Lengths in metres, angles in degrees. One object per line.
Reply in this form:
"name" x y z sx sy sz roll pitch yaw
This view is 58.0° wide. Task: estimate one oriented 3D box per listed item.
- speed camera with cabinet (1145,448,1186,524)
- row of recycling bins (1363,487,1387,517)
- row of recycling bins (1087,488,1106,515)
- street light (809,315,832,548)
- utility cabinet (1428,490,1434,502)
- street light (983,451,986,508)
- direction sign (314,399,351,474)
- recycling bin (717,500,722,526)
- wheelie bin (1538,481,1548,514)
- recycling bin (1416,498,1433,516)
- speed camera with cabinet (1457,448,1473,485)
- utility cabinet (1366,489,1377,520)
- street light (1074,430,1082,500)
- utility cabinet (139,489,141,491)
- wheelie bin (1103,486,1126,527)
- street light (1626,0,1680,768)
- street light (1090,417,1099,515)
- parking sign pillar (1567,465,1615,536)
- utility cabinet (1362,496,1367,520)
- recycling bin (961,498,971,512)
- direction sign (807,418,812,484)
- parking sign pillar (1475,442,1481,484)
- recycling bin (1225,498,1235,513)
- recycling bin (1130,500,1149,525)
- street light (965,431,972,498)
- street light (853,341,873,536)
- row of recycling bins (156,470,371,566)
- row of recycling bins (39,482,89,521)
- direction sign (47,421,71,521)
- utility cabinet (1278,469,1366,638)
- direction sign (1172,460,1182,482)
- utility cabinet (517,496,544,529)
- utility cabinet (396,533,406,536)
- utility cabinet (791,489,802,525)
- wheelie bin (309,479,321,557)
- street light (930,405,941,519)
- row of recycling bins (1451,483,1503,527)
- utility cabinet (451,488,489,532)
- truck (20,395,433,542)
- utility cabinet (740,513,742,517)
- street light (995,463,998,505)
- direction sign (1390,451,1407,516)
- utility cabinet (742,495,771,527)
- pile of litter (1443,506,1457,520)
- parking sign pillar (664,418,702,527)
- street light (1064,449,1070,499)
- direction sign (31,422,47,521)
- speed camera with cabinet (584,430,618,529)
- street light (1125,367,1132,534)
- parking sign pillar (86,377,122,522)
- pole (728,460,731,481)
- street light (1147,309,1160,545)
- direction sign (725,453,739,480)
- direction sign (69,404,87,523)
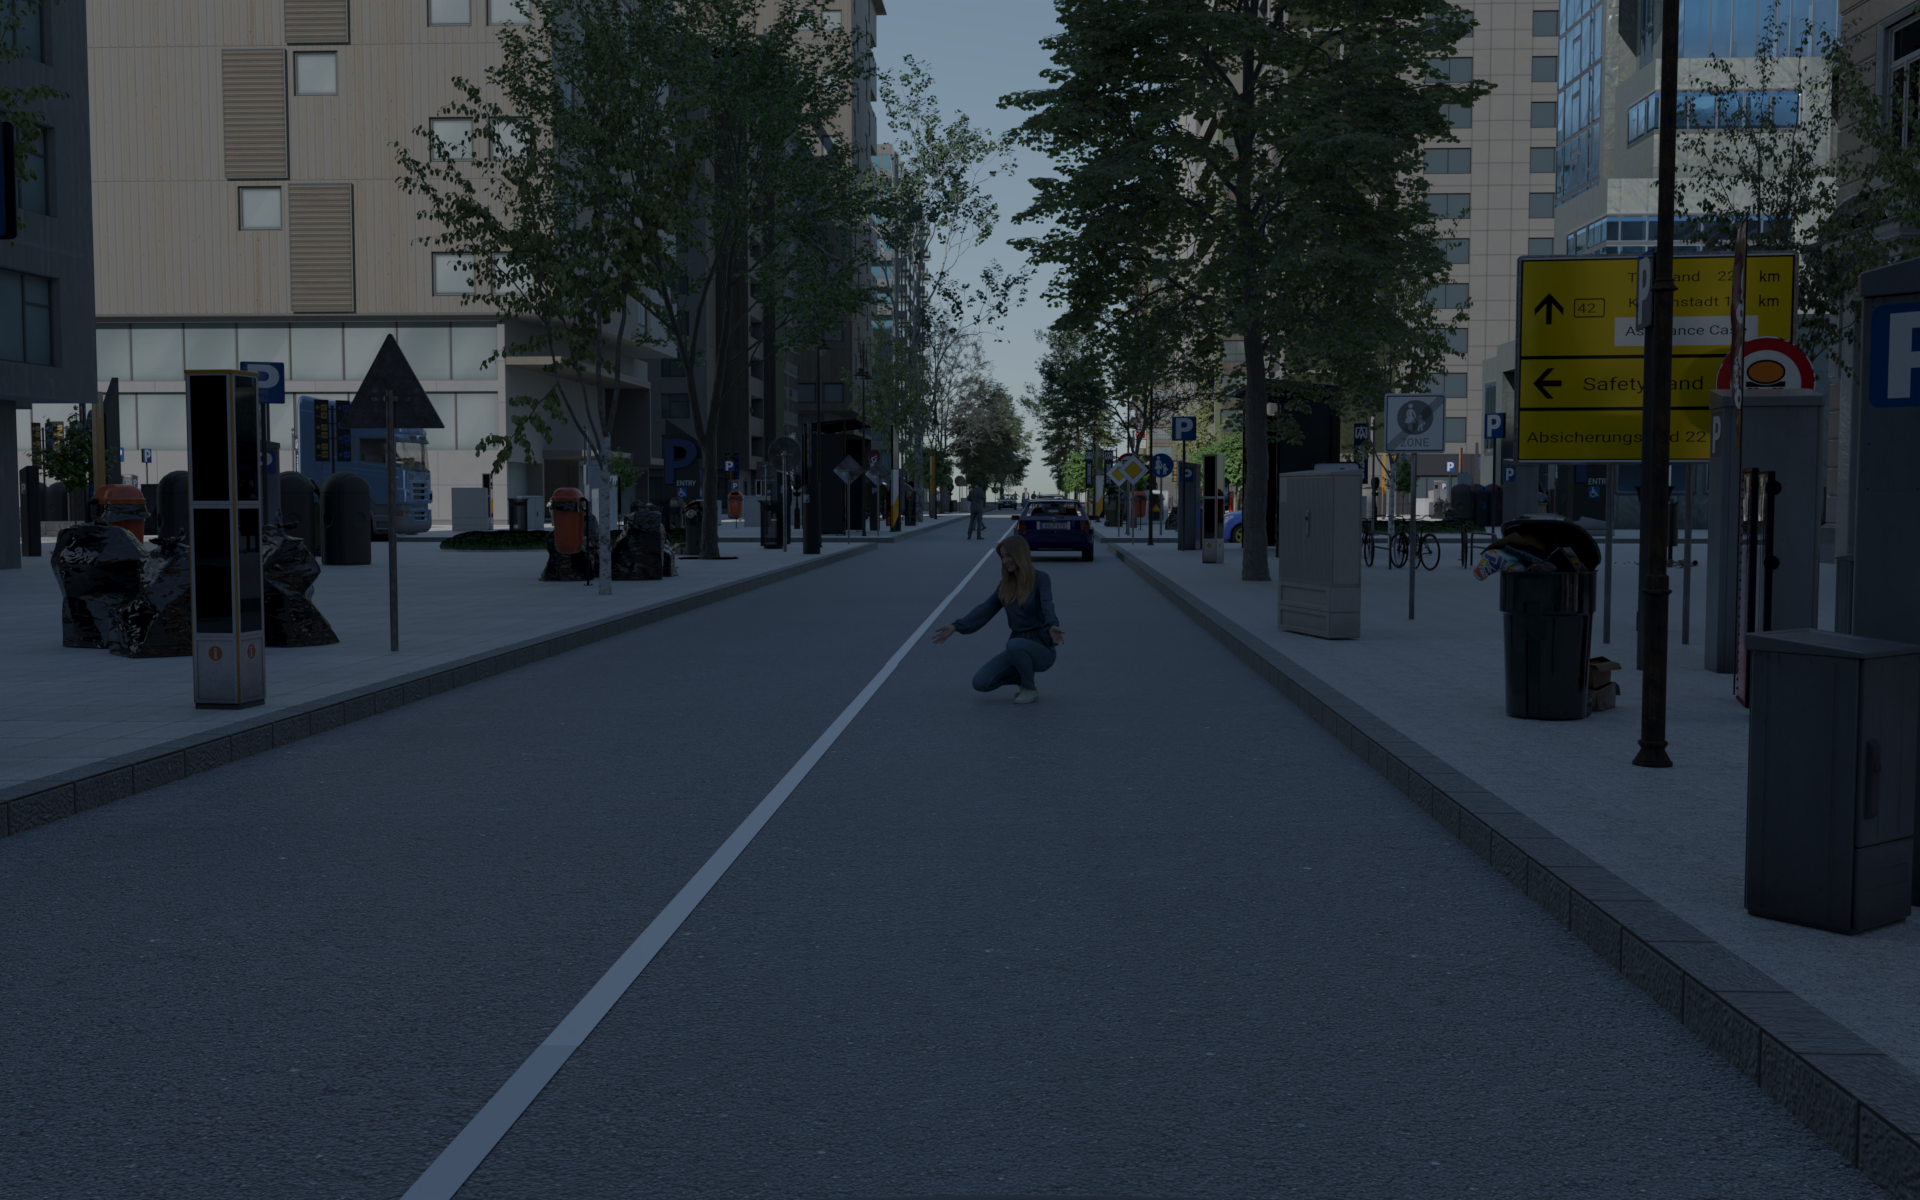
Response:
"speed camera with cabinet" 9.022 -4.920 74.771 2.038 3.252 0.660 0 4 4
"row of recycling bins" 23.036 -5.484 96.775 1.069 1.692 3.534 0 4 2
"row of recycling bins" 8.359 -5.927 104.013 1.069 1.692 3.534 1 4 16
"street light" -3.378 -4.196 41.394 0.468 5.910 1.993 0 4 3
"utility cabinet" 28.332 -5.779 103.163 0.318 1.500 1.173 -1 4 -16
"street light" 2.294 -11.712 164.271 0.468 5.910 1.993 0 4 3
"direction sign" -15.068 -3.037 41.658 0.876 3.537 0.379 -3 5 -42
"recycling bin" -10.021 -3.489 69.606 0.722 1.027 0.722 -1 4 -23
"wheelie bin" 13.478 -2.026 41.035 0.693 1.594 0.980 -2 4 -35
"recycling bin" 26.783 -5.348 100.000 0.722 1.027 0.722 -2 4 -31
"speed camera with cabinet" 21.321 -4.811 72.994 0.660 3.252 2.038 1 4 15
"utility cabinet" 18.515 -4.330 79.472 1.173 1.500 0.318 1 4 8
"street light" 8.908 -9.712 131.584 0.468 5.910 1.993 0 4 3
"utility cabinet" -32.861 -3.720 69.501 0.318 1.500 1.173 1 4 22
"wheelie bin" 6.080 -3.664 67.818 0.693 1.594 0.980 3 5 40
"street light" 3.277 -2.155 8.017 0.468 5.910 1.993 0 4 3
"street light" 7.011 -7.201 90.526 0.468 5.910 1.993 0 4 3
"parking sign pillar" 19.377 -3.956 53.156 1.447 3.967 1.447 0 4 -4
"utility cabinet" 13.489 -2.971 59.744 1.020 1.237 0.306 0 4 -8
"recycling bin" 0.528 -6.683 121.825 0.722 1.027 0.722 3 5 40
"direction sign" -4.506 -3.666 51.942 0.379 3.537 0.876 -1 4 -13
"parking sign pillar" 27.288 -6.271 91.007 1.447 3.967 1.447 1 4 18
"recycling bin" 17.420 -6.112 112.487 0.722 1.027 0.722 3 5 39
"recycling bin" 7.434 -3.629 71.896 0.722 1.027 0.722 1 4 13
"street light" 0.675 -9.551 128.939 0.468 5.910 1.993 0 4 3
"street light" -2.916 -4.873 52.466 0.468 5.910 1.993 0 4 3
"row of recycling bins" -12.347 -1.450 30.819 3.534 1.692 1.069 -2 4 -24
"row of recycling bins" -29.649 -3.114 58.029 3.534 1.692 1.069 0 4 6
"direction sign" -27.742 -3.785 53.875 0.876 3.537 0.379 0 3 0
"utility cabinet" 3.240 -0.430 15.702 0.318 1.500 1.173 -1 4 -12
"direction sign" 14.516 -7.532 115.152 0.876 3.537 0.379 1 4 21
"utility cabinet" -15.518 -3.147 62.622 0.306 1.237 1.020 2 4 35
"utility cabinet" -17.350 -2.692 52.687 1.173 1.500 0.318 2 4 35
"utility cabinet" -6.906 -3.849 71.614 1.173 1.500 0.318 0 4 7
"wheelie bin" -13.361 -1.691 35.549 0.693 1.594 0.980 -3 4 -38
"street light" -1.214 -7.028 87.694 0.468 5.910 1.993 0 4 3
"row of recycling bins" 20.696 -3.746 68.366 3.534 1.692 1.069 -2 4 -33
"utility cabinet" -16.541 -3.046 58.480 1.173 1.500 0.318 0 4 8
"truck" -23.670 -3.580 48.286 18.799 4.110 2.967 0 4 1
"utility cabinet" -12.545 -5.255 97.085 1.020 1.237 0.306 2 4 31
"street light" 4.669 -14.656 212.407 0.468 5.910 1.993 0 4 3
"direction sign" 24.536 -6.417 96.914 0.876 3.537 0.379 0 4 -1
"utility cabinet" -7.914 -3.456 67.667 1.020 1.237 0.306 0 4 -5
"pile of litter" 17.641 -2.898 61.341 1.719 0.858 1.176 -3 5 -44
"parking sign pillar" -9.832 -4.465 61.477 1.447 3.967 1.447 0 4 6
"street light" 10.521 -11.867 166.816 0.468 5.910 1.993 0 4 3
"direction sign" -29.113 -3.858 55.068 0.379 3.537 0.876 1 4 19
"speed camera with cabinet" -11.065 -3.607 53.313 0.660 3.252 2.038 -2 4 -25
"street light" 5.373 -5.046 55.296 0.468 5.910 1.993 0 4 3
"parking sign pillar" -19.475 -3.117 39.432 1.447 3.967 1.447 -1 4 -14
"pole" -13.789 -6.723 103.764 0.158 3.312 0.155 0 3 0
"street light" 4.778 -4.310 43.254 0.468 5.910 1.993 0 4 3
"direction sign" -12.632 -6.360 95.987 0.876 3.537 0.379 1 4 18
"direction sign" -21.385 -3.077 42.301 0.379 3.537 0.876 -1 4 -19
